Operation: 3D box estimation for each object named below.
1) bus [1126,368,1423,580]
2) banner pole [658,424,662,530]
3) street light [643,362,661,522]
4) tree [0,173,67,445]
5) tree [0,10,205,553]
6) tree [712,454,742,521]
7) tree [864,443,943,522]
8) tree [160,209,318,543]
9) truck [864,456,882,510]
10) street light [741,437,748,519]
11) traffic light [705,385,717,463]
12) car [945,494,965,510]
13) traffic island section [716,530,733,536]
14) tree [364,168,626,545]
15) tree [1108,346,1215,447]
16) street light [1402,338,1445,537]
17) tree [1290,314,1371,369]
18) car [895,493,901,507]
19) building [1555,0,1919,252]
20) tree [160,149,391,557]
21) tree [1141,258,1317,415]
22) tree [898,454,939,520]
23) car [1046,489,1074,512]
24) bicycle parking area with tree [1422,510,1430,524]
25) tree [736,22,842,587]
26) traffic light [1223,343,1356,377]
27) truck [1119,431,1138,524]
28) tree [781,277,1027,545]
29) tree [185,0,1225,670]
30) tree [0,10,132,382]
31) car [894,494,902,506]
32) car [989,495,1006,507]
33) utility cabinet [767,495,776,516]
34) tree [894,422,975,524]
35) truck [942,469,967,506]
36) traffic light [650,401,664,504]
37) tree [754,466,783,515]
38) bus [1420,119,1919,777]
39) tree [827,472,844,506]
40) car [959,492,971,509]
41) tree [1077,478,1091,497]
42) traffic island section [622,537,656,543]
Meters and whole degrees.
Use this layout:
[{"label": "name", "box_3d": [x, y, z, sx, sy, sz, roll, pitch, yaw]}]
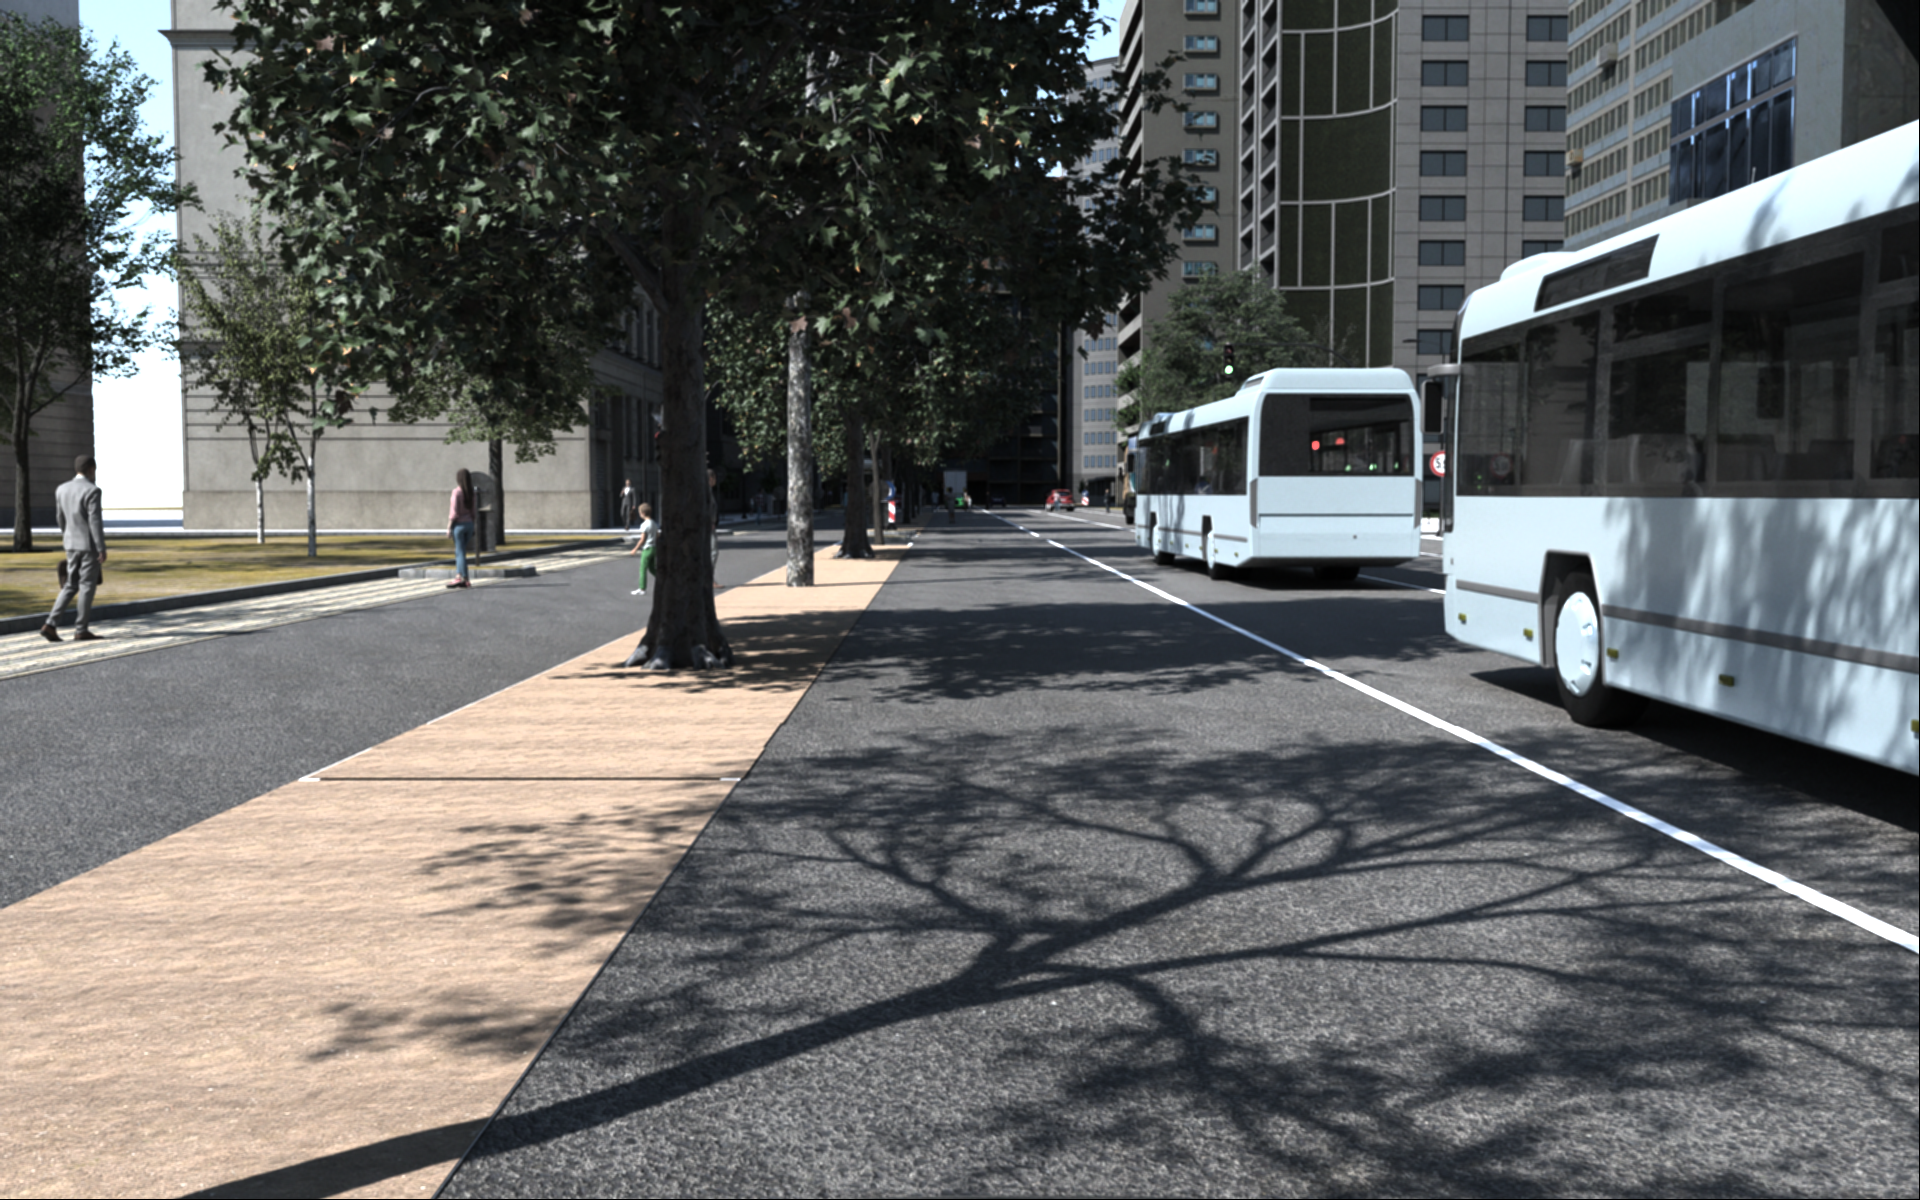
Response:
[{"label": "bus", "box_3d": [5.272, -2.271, 31.991, 2.948, 3.499, 13.247, 0, 4, -2]}, {"label": "banner pole", "box_3d": [-10.771, -4.413, 62.163, 0.401, 3.779, 0.863, -1, 4, -13]}, {"label": "street light", "box_3d": [-10.403, -5.353, 60.064, 1.470, 5.913, 1.316, 0, 4, 0]}, {"label": "tree", "box_3d": [-28.444, -7.934, 47.852, 7.486, 12.596, 7.792, 0, 3, 0]}, {"label": "tree", "box_3d": [-20.409, -6.840, 37.594, 9.928, 11.665, 9.643, 0, 3, 0]}, {"label": "tree", "box_3d": [-11.473, -5.466, 83.963, 1.663, 3.219, 1.824, 0, 3, 0]}, {"label": "tree", "box_3d": [-2.956, -8.319, 88.829, 4.360, 8.622, 3.978, 0, 3, 0]}, {"label": "tree", "box_3d": [-18.257, -5.775, 44.781, 4.360, 8.622, 3.978, 0, 3, 0]}, {"label": "truck", "box_3d": [-6.712, -8.617, 129.794, 2.839, 4.237, 11.283, 0, 4, -1]}, {"label": "street light", "box_3d": [-10.663, -7.170, 89.777, 1.470, 5.913, 1.316, 0, 4, 0]}, {"label": "traffic light", "box_3d": [-6.876, -5.233, 60.231, 4.771, 5.953, 1.251, 0, 4, 0]}, {"label": "car", "box_3d": [-0.397, -8.952, 155.161, 1.959, 1.807, 4.718, 0, 4, 1]}, {"label": "traffic island section", "box_3d": [-9.007, -2.326, 60.317, 2.009, 0.180, 2.903, 0, 4, 0]}, {"label": "tree", "box_3d": [-11.905, -7.700, 44.019, 7.486, 12.596, 7.792, 0, 3, 0]}, {"label": "tree", "box_3d": [13.963, -11.816, 118.951, 9.928, 11.665, 9.643, 0, 3, 0]}, {"label": "street light", "box_3d": [13.897, -4.850, 51.846, 1.470, 5.913, 1.316, 0, 4, 0]}, {"label": "tree", "box_3d": [15.180, -7.339, 70.361, 4.360, 8.622, 3.978, 0, 3, 0]}, {"label": "car", "box_3d": [-7.203, -10.948, 188.583, 1.945, 1.707, 3.694, 0, 4, 1]}, {"label": "building", "box_3d": [27.013, -43.908, 30.576, 22.319, 86.520, 31.000, 0, 4, 0]}, {"label": "tree", "box_3d": [-13.532, -5.194, 35.283, 4.737, 8.622, 4.395, 0, 3, 0]}, {"label": "tree", "box_3d": [14.535, -11.397, 92.991, 9.857, 13.997, 8.962, 0, 3, 0]}, {"label": "tree", "box_3d": [-2.726, -8.694, 94.965, 4.737, 8.622, 4.395, 0, 3, 0]}, {"label": "car", "box_3d": [8.270, -8.228, 143.206, 2.281, 1.827, 5.304, 0, 4, -1]}, {"label": "bicycle parking area with tree", "box_3d": [21.606, -5.436, 75.885, 8.231, 4.147, 9.016, 1, 4, 16]}, {"label": "tree", "box_3d": [-3.686, -10.314, 26.983, 12.611, 20.169, 13.585, 0, 3, 0]}, {"label": "traffic light", "box_3d": [10.254, -4.742, 52.197, 4.771, 5.953, 1.251, 0, 4, 0]}, {"label": "truck", "box_3d": [9.051, -5.468, 78.320, 2.839, 4.237, 11.283, 0, 4, -1]}, {"label": "tree", "box_3d": [-2.229, -6.817, 48.324, 8.767, 10.594, 7.601, 0, 4, 0]}, {"label": "tree", "box_3d": [-2.307, -5.797, 14.240, 9.611, 12.733, 9.660, 0, 3, 0]}, {"label": "tree", "box_3d": [-17.357, -5.742, 28.296, 7.601, 10.594, 8.767, 0, 4, -7]}, {"label": "car", "box_3d": [-6.743, -10.634, 182.909, 2.155, 1.783, 4.494, 0, 4, 1]}, {"label": "car", "box_3d": [4.205, -11.172, 195.234, 1.945, 1.354, 3.894, 0, 4, -1]}, {"label": "utility cabinet", "box_3d": [-10.878, -5.435, 100.018, 0.306, 1.237, 1.020, 0, 4, 7]}, {"label": "tree", "box_3d": [-2.416, -9.376, 81.510, 9.928, 11.665, 9.643, 0, 3, 0]}, {"label": "truck", "box_3d": [-0.587, -12.832, 198.715, 2.839, 4.237, 11.283, 0, 4, -1]}, {"label": "traffic light", "box_3d": [-8.915, -3.870, 52.198, 0.839, 4.253, 0.868, 0, 4, 0]}, {"label": "tree", "box_3d": [-11.395, -6.752, 104.998, 1.663, 3.219, 1.824, 0, 3, 0]}, {"label": "bus", "box_3d": [5.047, -0.794, 7.837, 2.948, 3.499, 13.247, 0, 4, 0]}, {"label": "tree", "box_3d": [-12.805, -14.348, 184.956, 4.737, 8.622, 4.395, 0, 3, 0]}, {"label": "car", "box_3d": [-0.011, -9.955, 171.810, 2.155, 1.783, 4.494, 0, 4, 2]}, {"label": "tree", "box_3d": [13.806, -12.324, 196.096, 1.663, 3.219, 1.824, 0, 3, 0]}, {"label": "traffic island section", "box_3d": [-8.955, -1.838, 52.332, 2.009, 0.180, 2.903, 0, 4, 0]}]
